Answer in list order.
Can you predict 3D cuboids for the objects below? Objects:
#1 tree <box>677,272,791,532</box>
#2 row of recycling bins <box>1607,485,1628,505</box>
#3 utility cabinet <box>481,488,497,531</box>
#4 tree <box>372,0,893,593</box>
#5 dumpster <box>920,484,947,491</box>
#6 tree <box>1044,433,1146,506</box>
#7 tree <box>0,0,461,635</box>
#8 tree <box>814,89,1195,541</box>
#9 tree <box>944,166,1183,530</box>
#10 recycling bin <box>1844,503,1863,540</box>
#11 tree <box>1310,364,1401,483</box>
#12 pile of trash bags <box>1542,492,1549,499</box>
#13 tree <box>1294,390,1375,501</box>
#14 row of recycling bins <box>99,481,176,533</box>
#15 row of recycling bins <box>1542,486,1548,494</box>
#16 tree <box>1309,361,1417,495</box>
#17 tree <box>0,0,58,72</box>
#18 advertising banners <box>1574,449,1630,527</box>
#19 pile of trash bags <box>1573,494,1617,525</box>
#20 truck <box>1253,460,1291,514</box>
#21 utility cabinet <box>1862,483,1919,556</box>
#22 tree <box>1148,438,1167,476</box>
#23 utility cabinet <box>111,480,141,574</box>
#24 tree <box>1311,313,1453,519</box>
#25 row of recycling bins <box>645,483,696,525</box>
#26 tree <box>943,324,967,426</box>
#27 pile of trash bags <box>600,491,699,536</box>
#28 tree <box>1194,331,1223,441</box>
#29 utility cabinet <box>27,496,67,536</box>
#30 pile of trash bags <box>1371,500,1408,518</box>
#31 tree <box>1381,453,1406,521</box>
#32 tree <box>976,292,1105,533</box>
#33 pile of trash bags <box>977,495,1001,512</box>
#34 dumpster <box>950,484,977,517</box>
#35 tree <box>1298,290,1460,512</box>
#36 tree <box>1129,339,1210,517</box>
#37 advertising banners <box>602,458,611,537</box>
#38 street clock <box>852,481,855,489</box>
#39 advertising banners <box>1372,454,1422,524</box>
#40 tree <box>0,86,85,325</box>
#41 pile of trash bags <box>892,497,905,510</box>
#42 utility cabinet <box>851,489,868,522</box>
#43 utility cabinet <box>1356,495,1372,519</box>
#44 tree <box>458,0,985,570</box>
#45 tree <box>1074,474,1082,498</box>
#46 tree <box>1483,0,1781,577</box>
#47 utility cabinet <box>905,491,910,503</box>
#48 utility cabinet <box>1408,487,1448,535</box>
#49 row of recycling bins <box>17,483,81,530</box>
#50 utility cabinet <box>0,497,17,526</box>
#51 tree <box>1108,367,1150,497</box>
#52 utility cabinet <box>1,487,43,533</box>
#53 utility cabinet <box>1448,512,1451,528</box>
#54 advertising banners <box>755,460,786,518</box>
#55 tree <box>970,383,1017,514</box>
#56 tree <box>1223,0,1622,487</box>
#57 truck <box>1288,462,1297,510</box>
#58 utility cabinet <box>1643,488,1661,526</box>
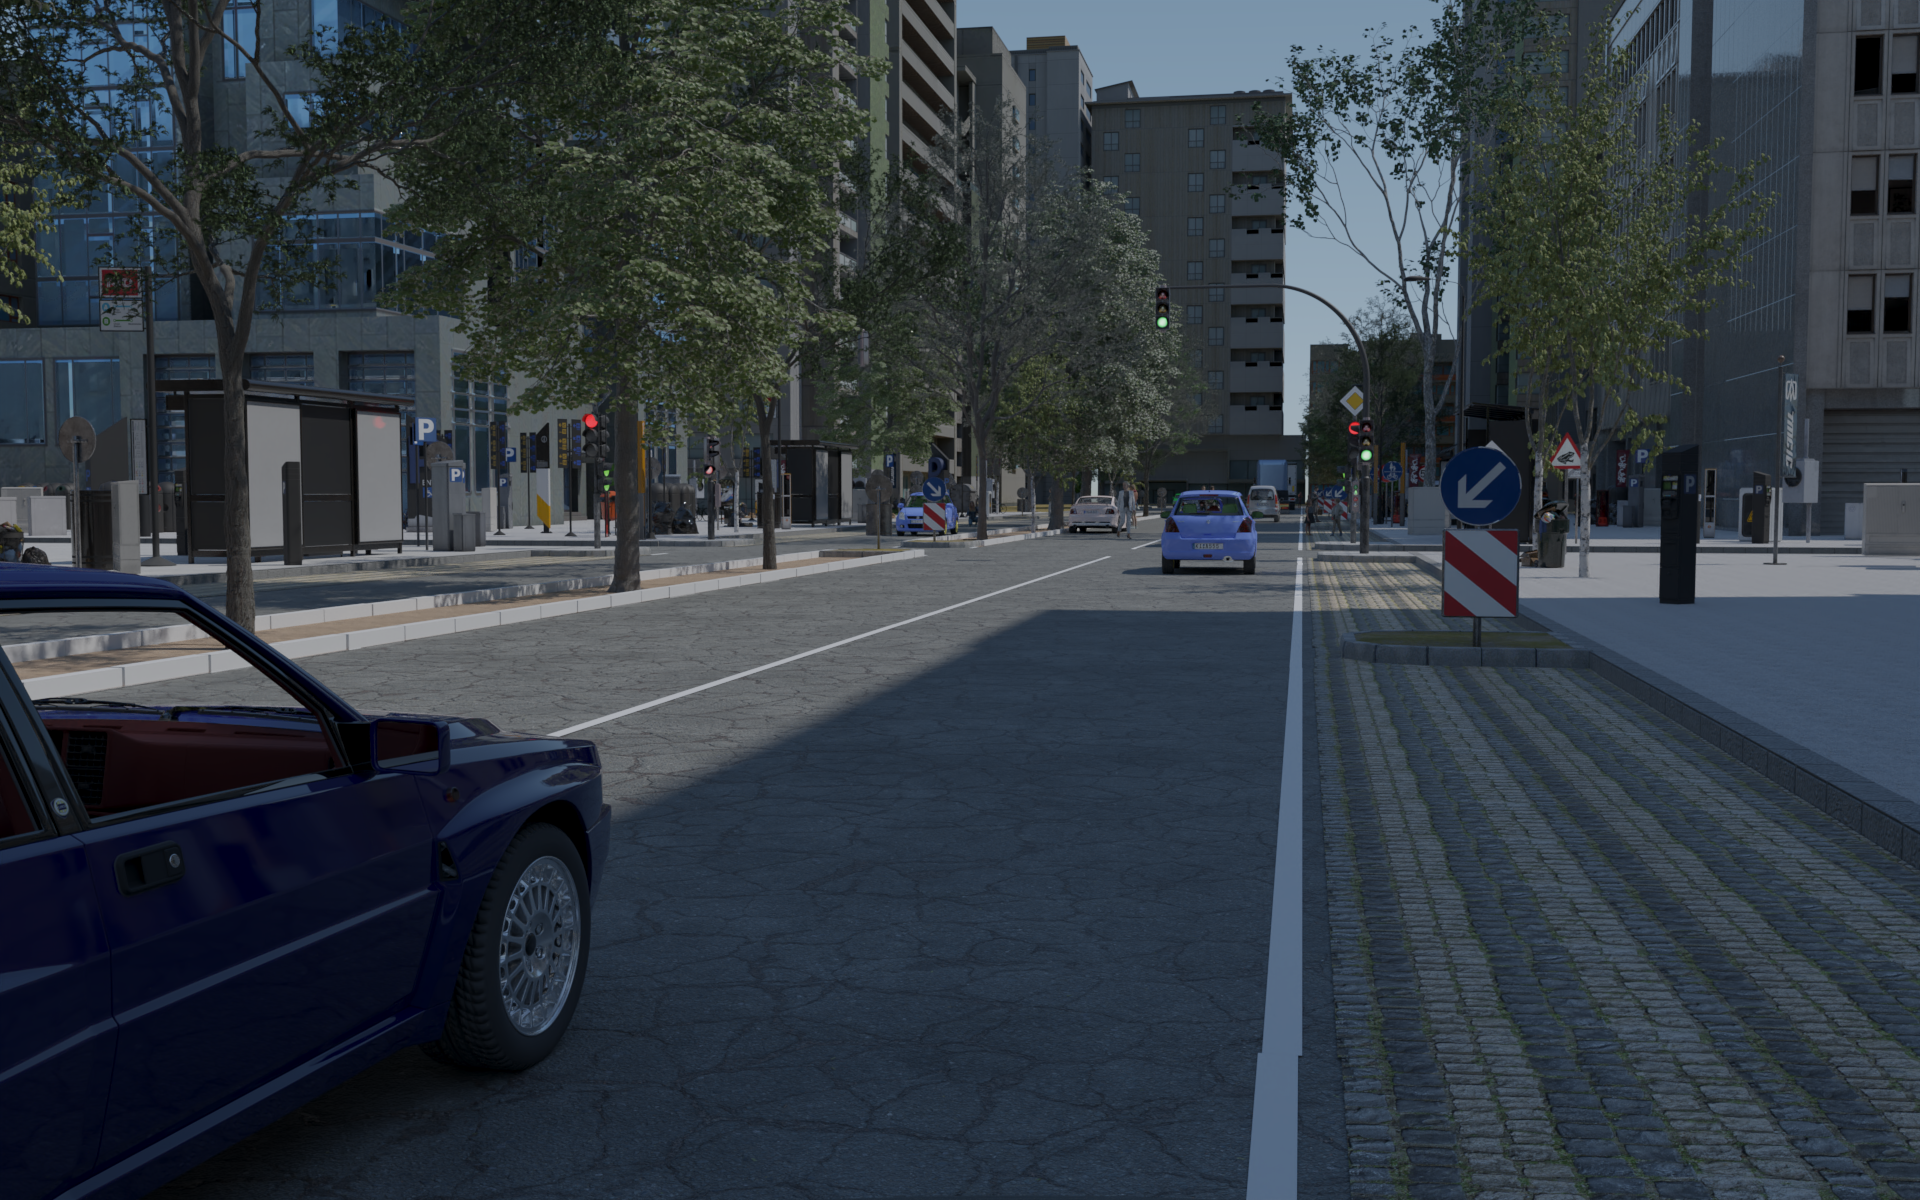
[{"bbox_3d":[-7.542,-6.577,57.900,4.737,8.622,4.395,0,3,0],"label":"tree"},{"bbox_3d":[29.106,-4.253,76.653,1.069,1.692,3.534,1,4,19],"label":"row of recycling bins"},{"bbox_3d":[-16.127,-3.096,59.297,0.318,1.500,1.173,0,4,-5],"label":"utility cabinet"},{"bbox_3d":[-4.860,-6.398,25.189,7.486,12.596,7.792,0,3,0],"label":"tree"},{"bbox_3d":[-1.449,-5.127,89.577,1.264,1.857,1.865,1,4,11],"label":"dumpster"},{"bbox_3d":[9.485,-12.606,140.519,7.601,10.594,8.767,-1,4,-19],"label":"tree"},{"bbox_3d":[-6.506,-4.833,15.896,8.767,10.594,7.601,1,4,11],"label":"tree"},{"bbox_3d":[0.688,-8.554,52.690,12.009,13.543,11.850,0,3,0],"label":"tree"},{"bbox_3d":[3.825,-9.743,68.411,9.857,13.997,8.962,0,3,0],"label":"tree"},{"bbox_3d":[25.363,-2.219,48.839,0.722,1.027,0.722,2,4,28],"label":"recycling bin"},{"bbox_3d":[31.706,-13.482,138.562,7.486,12.596,7.792,0,3,0],"label":"tree"},{"bbox_3d":[24.856,-4.148,77.579,3.447,1.369,1.912,-1,4,-19],"label":"pile of trash bags"},{"bbox_3d":[42.386,-17.578,194.062,9.857,13.997,8.962,0,3,0],"label":"tree"},{"bbox_3d":[-26.908,-3.039,56.808,1.069,1.692,3.534,1,4,11],"label":"row of recycling bins"},{"bbox_3d":[25.936,-4.560,81.671,3.534,1.692,1.069,2,4,33],"label":"row of recycling bins"},{"bbox_3d":[29.146,-12.201,125.248,9.928,11.665,9.643,0,3,0],"label":"tree"},{"bbox_3d":[-7.846,-3.499,10.033,4.360,8.622,3.978,0,3,0],"label":"tree"},{"bbox_3d":[25.193,-4.389,67.946,2.074,3.025,0.090,0,4,7],"label":"advertising banners"},{"bbox_3d":[27.207,-3.887,73.306,1.912,1.369,3.447,-1,4,-20],"label":"pile of trash bags"},{"bbox_3d":[23.500,-8.600,130.367,2.967,4.110,18.799,1,4,10],"label":"truck"},{"bbox_3d":[19.144,-1.635,35.419,1.173,1.500,0.318,1,4,16],"label":"utility cabinet"},{"bbox_3d":[19.367,-15.995,195.933,8.767,10.594,7.601,-1,4,-17],"label":"tree"},{"bbox_3d":[-13.413,-1.170,27.815,0.318,1.500,1.173,-2,4,-31],"label":"utility cabinet"},{"bbox_3d":[21.774,-9.459,89.064,7.601,10.594,8.767,0,4,-1],"label":"tree"},{"bbox_3d":[-10.664,-3.488,64.140,1.069,1.692,3.534,1,4,12],"label":"row of recycling bins"},{"bbox_3d":[-3.098,-10.035,82.196,7.486,12.596,7.792,0,3,0],"label":"tree"},{"bbox_3d":[-9.994,-2.750,54.723,1.912,1.369,3.447,3,4,36],"label":"pile of trash bags"},{"bbox_3d":[9.439,-11.189,95.766,12.009,13.543,11.850,0,3,0],"label":"tree"},{"bbox_3d":[-28.143,-2.583,53.388,0.306,1.237,1.020,3,5,45],"label":"utility cabinet"},{"bbox_3d":[23.924,-5.248,95.563,1.912,1.369,3.447,2,4,30],"label":"pile of trash bags"},{"bbox_3d":[20.370,-5.326,81.689,1.663,3.219,1.824,0,3,0],"label":"tree"},{"bbox_3d":[2.612,-6.634,61.287,4.737,8.622,4.395,0,3,0],"label":"tree"},{"bbox_3d":[1.294,-6.822,121.295,3.447,1.369,1.912,1,4,12],"label":"pile of trash bags"},{"bbox_3d":[0.196,-5.639,97.953,1.264,1.857,1.865,1,4,11],"label":"dumpster"},{"bbox_3d":[25.137,-11.888,104.737,12.009,13.543,11.850,0,3,0],"label":"tree"},{"bbox_3d":[11.697,-10.984,107.803,9.928,11.665,9.643,0,3,0],"label":"tree"},{"bbox_3d":[-10.495,-3.373,51.339,0.090,3.025,2.074,0,4,-6],"label":"advertising banners"},{"bbox_3d":[-5.789,-5.379,92.509,0.358,2.002,0.471,1,4,17],"label":"street clock"},{"bbox_3d":[18.979,-4.837,75.279,2.074,3.025,0.090,1,4,15],"label":"advertising banners"},{"bbox_3d":[-14.723,-4.558,24.880,4.737,8.622,4.395,0,3,0],"label":"tree"},{"bbox_3d":[-3.112,-6.903,122.616,3.447,1.369,1.912,-1,4,-14],"label":"pile of trash bags"},{"bbox_3d":[-4.724,-4.353,79.857,1.173,1.500,0.318,-1,4,-9],"label":"utility cabinet"},{"bbox_3d":[20.825,-4.788,89.451,0.306,1.237,1.020,-2,4,-24],"label":"utility cabinet"},{"bbox_3d":[-3.505,-5.865,32.759,8.767,10.594,7.601,1,4,11],"label":"tree"},{"bbox_3d":[10.520,-9.718,153.483,1.663,3.219,1.824,0,3,0],"label":"tree"},{"bbox_3d":[9.691,-4.639,26.212,4.737,8.622,4.395,0,3,0],"label":"tree"},{"bbox_3d":[-3.468,-6.551,115.793,0.318,1.500,1.173,0,4,-8],"label":"utility cabinet"},{"bbox_3d":[14.578,-2.781,54.147,1.173,1.500,0.318,-1,4,-21],"label":"utility cabinet"},{"bbox_3d":[-33.154,-3.420,63.027,3.534,1.692,1.069,2,4,33],"label":"row of recycling bins"},{"bbox_3d":[-19.724,-1.468,35.158,0.306,1.237,1.020,2,4,35],"label":"utility cabinet"},{"bbox_3d":[7.629,-8.168,86.368,4.737,8.622,4.395,0,3,0],"label":"tree"},{"bbox_3d":[-30.502,-2.916,56.355,1.173,1.500,0.318,-1,4,-17],"label":"utility cabinet"},{"bbox_3d":[17.827,-3.446,65.025,1.173,1.500,0.318,2,4,31],"label":"utility cabinet"},{"bbox_3d":[-9.669,-5.666,88.833,2.074,3.025,0.090,2,4,33],"label":"advertising banners"},{"bbox_3d":[2.509,-9.749,109.759,4.360,8.622,3.978,0,3,0],"label":"tree"},{"bbox_3d":[15.165,-12.336,57.587,12.611,20.169,13.585,0,3,0],"label":"tree"},{"bbox_3d":[29.558,-10.419,159.267,2.839,4.237,11.283,1,4,10],"label":"truck"},{"bbox_3d":[27.457,-3.660,68.522,0.318,1.500,1.173,-2,4,-26],"label":"utility cabinet"}]
